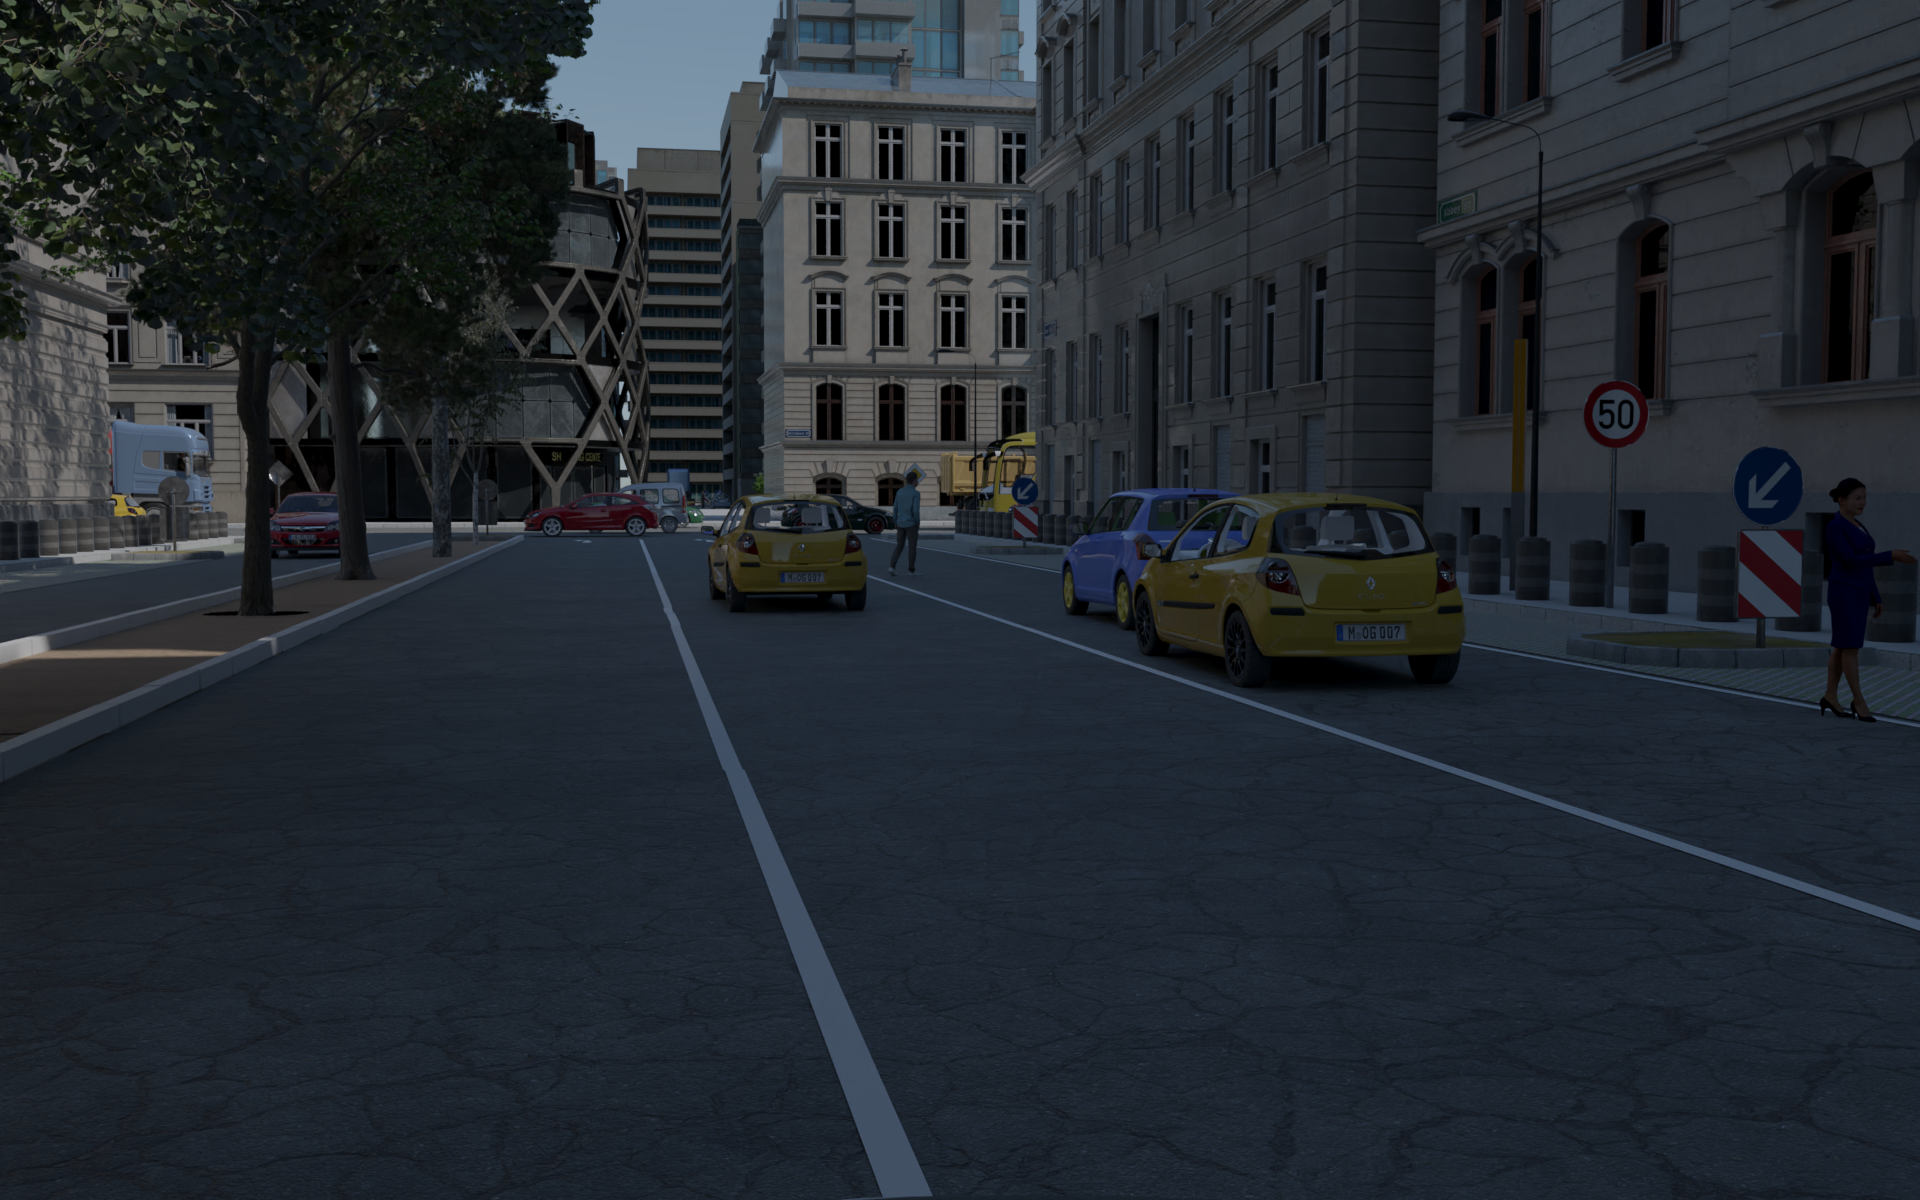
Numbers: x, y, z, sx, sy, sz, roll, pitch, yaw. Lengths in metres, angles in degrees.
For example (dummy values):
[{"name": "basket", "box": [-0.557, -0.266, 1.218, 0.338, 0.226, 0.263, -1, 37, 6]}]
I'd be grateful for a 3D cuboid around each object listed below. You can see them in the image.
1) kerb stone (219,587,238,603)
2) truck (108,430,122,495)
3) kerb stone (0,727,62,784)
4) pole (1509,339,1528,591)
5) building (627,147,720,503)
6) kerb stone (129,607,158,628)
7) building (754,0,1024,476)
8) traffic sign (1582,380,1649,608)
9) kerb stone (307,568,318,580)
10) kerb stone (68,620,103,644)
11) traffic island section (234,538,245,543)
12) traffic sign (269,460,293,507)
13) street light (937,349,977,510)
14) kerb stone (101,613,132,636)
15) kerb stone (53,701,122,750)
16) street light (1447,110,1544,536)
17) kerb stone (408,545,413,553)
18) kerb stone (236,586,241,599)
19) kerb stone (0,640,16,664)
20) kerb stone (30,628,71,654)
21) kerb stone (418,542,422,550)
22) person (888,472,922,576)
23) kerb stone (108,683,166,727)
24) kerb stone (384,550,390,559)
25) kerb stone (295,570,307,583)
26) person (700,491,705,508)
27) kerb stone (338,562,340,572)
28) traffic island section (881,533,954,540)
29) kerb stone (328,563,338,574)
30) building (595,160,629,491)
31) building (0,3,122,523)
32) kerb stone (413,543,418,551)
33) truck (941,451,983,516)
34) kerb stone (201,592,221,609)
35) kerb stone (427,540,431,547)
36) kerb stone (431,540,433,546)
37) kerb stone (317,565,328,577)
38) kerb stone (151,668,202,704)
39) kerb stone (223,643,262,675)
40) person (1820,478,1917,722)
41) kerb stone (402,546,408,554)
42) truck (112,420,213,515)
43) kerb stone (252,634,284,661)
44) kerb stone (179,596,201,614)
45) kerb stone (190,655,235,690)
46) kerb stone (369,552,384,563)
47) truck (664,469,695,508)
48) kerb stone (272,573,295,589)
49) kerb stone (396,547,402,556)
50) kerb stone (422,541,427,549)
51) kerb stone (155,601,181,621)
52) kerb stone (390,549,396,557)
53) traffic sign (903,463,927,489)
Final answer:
[{"name": "kerb stone", "box": [-9.733, -0.032, 22.851, 0.120, 0.150, 1.000, -1, 4, -11]}, {"name": "truck", "box": [-35.562, -4.721, 66.100, 11.283, 4.237, 2.839, -1, 4, -12]}, {"name": "kerb stone", "box": [-4.909, 0.801, 9.098, 0.120, 0.150, 1.000, -1, 4, -11]}, {"name": "pole", "box": [7.396, -1.779, 22.924, 0.158, 3.312, 0.155, 0, 3, 0]}, {"name": "building", "box": [-36.393, -38.083, 246.356, 21.600, 48.544, 21.300, -1, 4, -11]}, {"name": "kerb stone", "box": [-8.945, 0.207, 18.817, 0.120, 0.150, 1.000, -1, 4, -11]}, {"name": "building", "box": [-7.022, -33.238, 163.044, 23.786, 49.044, 30.456, -1, 4, -11]}, {"name": "traffic sign", "box": [7.306, -1.180, 19.395, 0.768, 2.556, 0.104, 0, 4, -5]}, {"name": "kerb stone", "box": [-10.910, -0.410, 28.896, 0.120, 0.150, 1.000, -1, 4, -11]}, {"name": "kerb stone", "box": [-8.558, 0.333, 16.804, 0.120, 0.150, 1.000, -1, 4, -11]}, {"name": "traffic island section", "box": [-20.362, -1.805, 51.800, 2.009, 0.180, 2.903, -1, 4, -11]}, {"name": "traffic sign", "box": [-20.341, -2.942, 51.743, 0.795, 2.450, 0.064, -1, 4, -11]}, {"name": "street light", "box": [-0.036, -5.081, 55.615, 1.470, 5.913, 1.316, -1, 4, -11]}, {"name": "kerb stone", "box": [-8.752, 0.271, 17.811, 0.120, 0.150, 1.000, -1, 4, -11]}, {"name": "kerb stone", "box": [-5.113, 0.742, 10.105, 0.120, 0.150, 1.000, -1, 4, -11]}, {"name": "street light", "box": [6.577, -2.979, 21.249, 1.470, 5.913, 1.316, -1, 4, -11]}, {"name": "kerb stone", "box": [-13.459, -1.212, 42.020, 0.120, 0.150, 1.000, -1, 4, -11]}, {"name": "kerb stone", "box": [-9.925, -0.098, 23.858, 0.120, 0.150, 1.000, -1, 4, -11]}, {"name": "kerb stone", "box": [-8.159, 0.453, 14.785, 0.120, 0.150, 1.000, -1, 4, -11]}, {"name": "kerb stone", "box": [-8.357, 0.393, 15.799, 0.120, 0.150, 1.000, -1, 4, -11]}, {"name": "kerb stone", "box": [-13.860, -1.332, 44.041, 0.120, 0.150, 1.000, -1, 4, -11]}, {"name": "person", "box": [-0.966, -1.332, 30.291, 0.660, 1.820, 0.620, 3, 4, 37]}, {"name": "kerb stone", "box": [-5.307, 0.682, 11.111, 0.120, 0.150, 1.000, -1, 4, -11]}, {"name": "kerb stone", "box": [-12.680, -0.966, 37.992, 0.120, 0.150, 1.000, -1, 4, -11]}, {"name": "kerb stone", "box": [-10.714, -0.346, 27.890, 0.120, 0.150, 1.000, -1, 4, -11]}, {"name": "person", "box": [-25.924, -10.116, 174.455, 0.434, 1.755, 0.990, -1, 4, -23]}, {"name": "kerb stone", "box": [-11.503, -0.596, 31.941, 0.120, 0.150, 1.000, -1, 4, -11]}, {"name": "traffic island section", "box": [-1.425, -2.030, 55.471, 2.009, 0.180, 2.903, -1, 4, -11]}, {"name": "kerb stone", "box": [-11.303, -0.534, 30.926, 0.120, 0.150, 1.000, -1, 4, -11]}, {"name": "building", "box": [-62.247, -38.125, 242.946, 30.456, 49.044, 23.786, -1, 4, -11]}, {"name": "building", "box": [-32.339, -13.061, 42.425, 19.941, 23.489, 11.050, -1, 4, -11]}, {"name": "kerb stone", "box": [-13.662, -1.274, 43.029, 0.120, 0.150, 1.000, -1, 4, -11]}, {"name": "truck", "box": [4.204, -4.651, 71.972, 9.791, 3.379, 3.469, -1, 4, -9]}, {"name": "kerb stone", "box": [-9.536, 0.027, 21.842, 0.120, 0.150, 1.000, -1, 4, -11]}, {"name": "kerb stone", "box": [-14.247, -1.459, 46.059, 0.120, 0.150, 1.000, -1, 4, -11]}, {"name": "kerb stone", "box": [-14.455, -1.521, 47.067, 0.120, 0.150, 1.000, -1, 4, -11]}, {"name": "kerb stone", "box": [-11.104, -0.472, 29.910, 0.120, 0.150, 1.000, -1, 4, -11]}, {"name": "kerb stone", "box": [-5.510, 0.616, 12.119, 0.120, 0.150, 1.000, -1, 4, -11]}, {"name": "kerb stone", "box": [-5.890, 0.493, 14.140, 0.120, 0.150, 1.000, -1, 4, -11]}, {"name": "person", "box": [5.745, -0.004, 10.942, 0.546, 1.535, 0.453, 2, 4, 33]}, {"name": "kerb stone", "box": [-13.266, -1.151, 41.011, 0.120, 0.150, 1.000, -1, 4, -11]}, {"name": "truck", "box": [-36.481, -4.454, 62.578, 18.799, 4.110, 2.967, -1, 4, -12]}, {"name": "kerb stone", "box": [-6.095, 0.431, 15.147, 0.120, 0.150, 1.000, -1, 4, -11]}, {"name": "kerb stone", "box": [-9.342, 0.083, 20.835, 0.120, 0.150, 1.000, -1, 4, -11]}, {"name": "kerb stone", "box": [-5.694, 0.555, 13.127, 0.120, 0.150, 1.000, -1, 4, -11]}, {"name": "kerb stone", "box": [-12.484, -0.903, 36.986, 0.120, 0.150, 1.000, -1, 4, -11]}, {"name": "truck", "box": [-28.970, -11.589, 179.242, 2.967, 4.110, 18.799, -1, 4, -11]}, {"name": "kerb stone", "box": [-10.514, -0.287, 26.883, 0.120, 0.150, 1.000, -1, 4, -11]}, {"name": "kerb stone", "box": [-13.078, -1.089, 40.003, 0.120, 0.150, 1.000, -1, 4, -11]}, {"name": "kerb stone", "box": [-14.060, -1.396, 45.051, 0.120, 0.150, 1.000, -1, 4, -11]}, {"name": "kerb stone", "box": [-9.133, 0.145, 19.826, 0.120, 0.150, 1.000, -1, 4, -11]}, {"name": "kerb stone", "box": [-12.875, -1.026, 38.998, 0.120, 0.150, 1.000, -1, 4, -11]}, {"name": "traffic sign", "box": [-1.446, -3.165, 55.390, 0.795, 2.450, 0.064, -1, 4, -11]}]
